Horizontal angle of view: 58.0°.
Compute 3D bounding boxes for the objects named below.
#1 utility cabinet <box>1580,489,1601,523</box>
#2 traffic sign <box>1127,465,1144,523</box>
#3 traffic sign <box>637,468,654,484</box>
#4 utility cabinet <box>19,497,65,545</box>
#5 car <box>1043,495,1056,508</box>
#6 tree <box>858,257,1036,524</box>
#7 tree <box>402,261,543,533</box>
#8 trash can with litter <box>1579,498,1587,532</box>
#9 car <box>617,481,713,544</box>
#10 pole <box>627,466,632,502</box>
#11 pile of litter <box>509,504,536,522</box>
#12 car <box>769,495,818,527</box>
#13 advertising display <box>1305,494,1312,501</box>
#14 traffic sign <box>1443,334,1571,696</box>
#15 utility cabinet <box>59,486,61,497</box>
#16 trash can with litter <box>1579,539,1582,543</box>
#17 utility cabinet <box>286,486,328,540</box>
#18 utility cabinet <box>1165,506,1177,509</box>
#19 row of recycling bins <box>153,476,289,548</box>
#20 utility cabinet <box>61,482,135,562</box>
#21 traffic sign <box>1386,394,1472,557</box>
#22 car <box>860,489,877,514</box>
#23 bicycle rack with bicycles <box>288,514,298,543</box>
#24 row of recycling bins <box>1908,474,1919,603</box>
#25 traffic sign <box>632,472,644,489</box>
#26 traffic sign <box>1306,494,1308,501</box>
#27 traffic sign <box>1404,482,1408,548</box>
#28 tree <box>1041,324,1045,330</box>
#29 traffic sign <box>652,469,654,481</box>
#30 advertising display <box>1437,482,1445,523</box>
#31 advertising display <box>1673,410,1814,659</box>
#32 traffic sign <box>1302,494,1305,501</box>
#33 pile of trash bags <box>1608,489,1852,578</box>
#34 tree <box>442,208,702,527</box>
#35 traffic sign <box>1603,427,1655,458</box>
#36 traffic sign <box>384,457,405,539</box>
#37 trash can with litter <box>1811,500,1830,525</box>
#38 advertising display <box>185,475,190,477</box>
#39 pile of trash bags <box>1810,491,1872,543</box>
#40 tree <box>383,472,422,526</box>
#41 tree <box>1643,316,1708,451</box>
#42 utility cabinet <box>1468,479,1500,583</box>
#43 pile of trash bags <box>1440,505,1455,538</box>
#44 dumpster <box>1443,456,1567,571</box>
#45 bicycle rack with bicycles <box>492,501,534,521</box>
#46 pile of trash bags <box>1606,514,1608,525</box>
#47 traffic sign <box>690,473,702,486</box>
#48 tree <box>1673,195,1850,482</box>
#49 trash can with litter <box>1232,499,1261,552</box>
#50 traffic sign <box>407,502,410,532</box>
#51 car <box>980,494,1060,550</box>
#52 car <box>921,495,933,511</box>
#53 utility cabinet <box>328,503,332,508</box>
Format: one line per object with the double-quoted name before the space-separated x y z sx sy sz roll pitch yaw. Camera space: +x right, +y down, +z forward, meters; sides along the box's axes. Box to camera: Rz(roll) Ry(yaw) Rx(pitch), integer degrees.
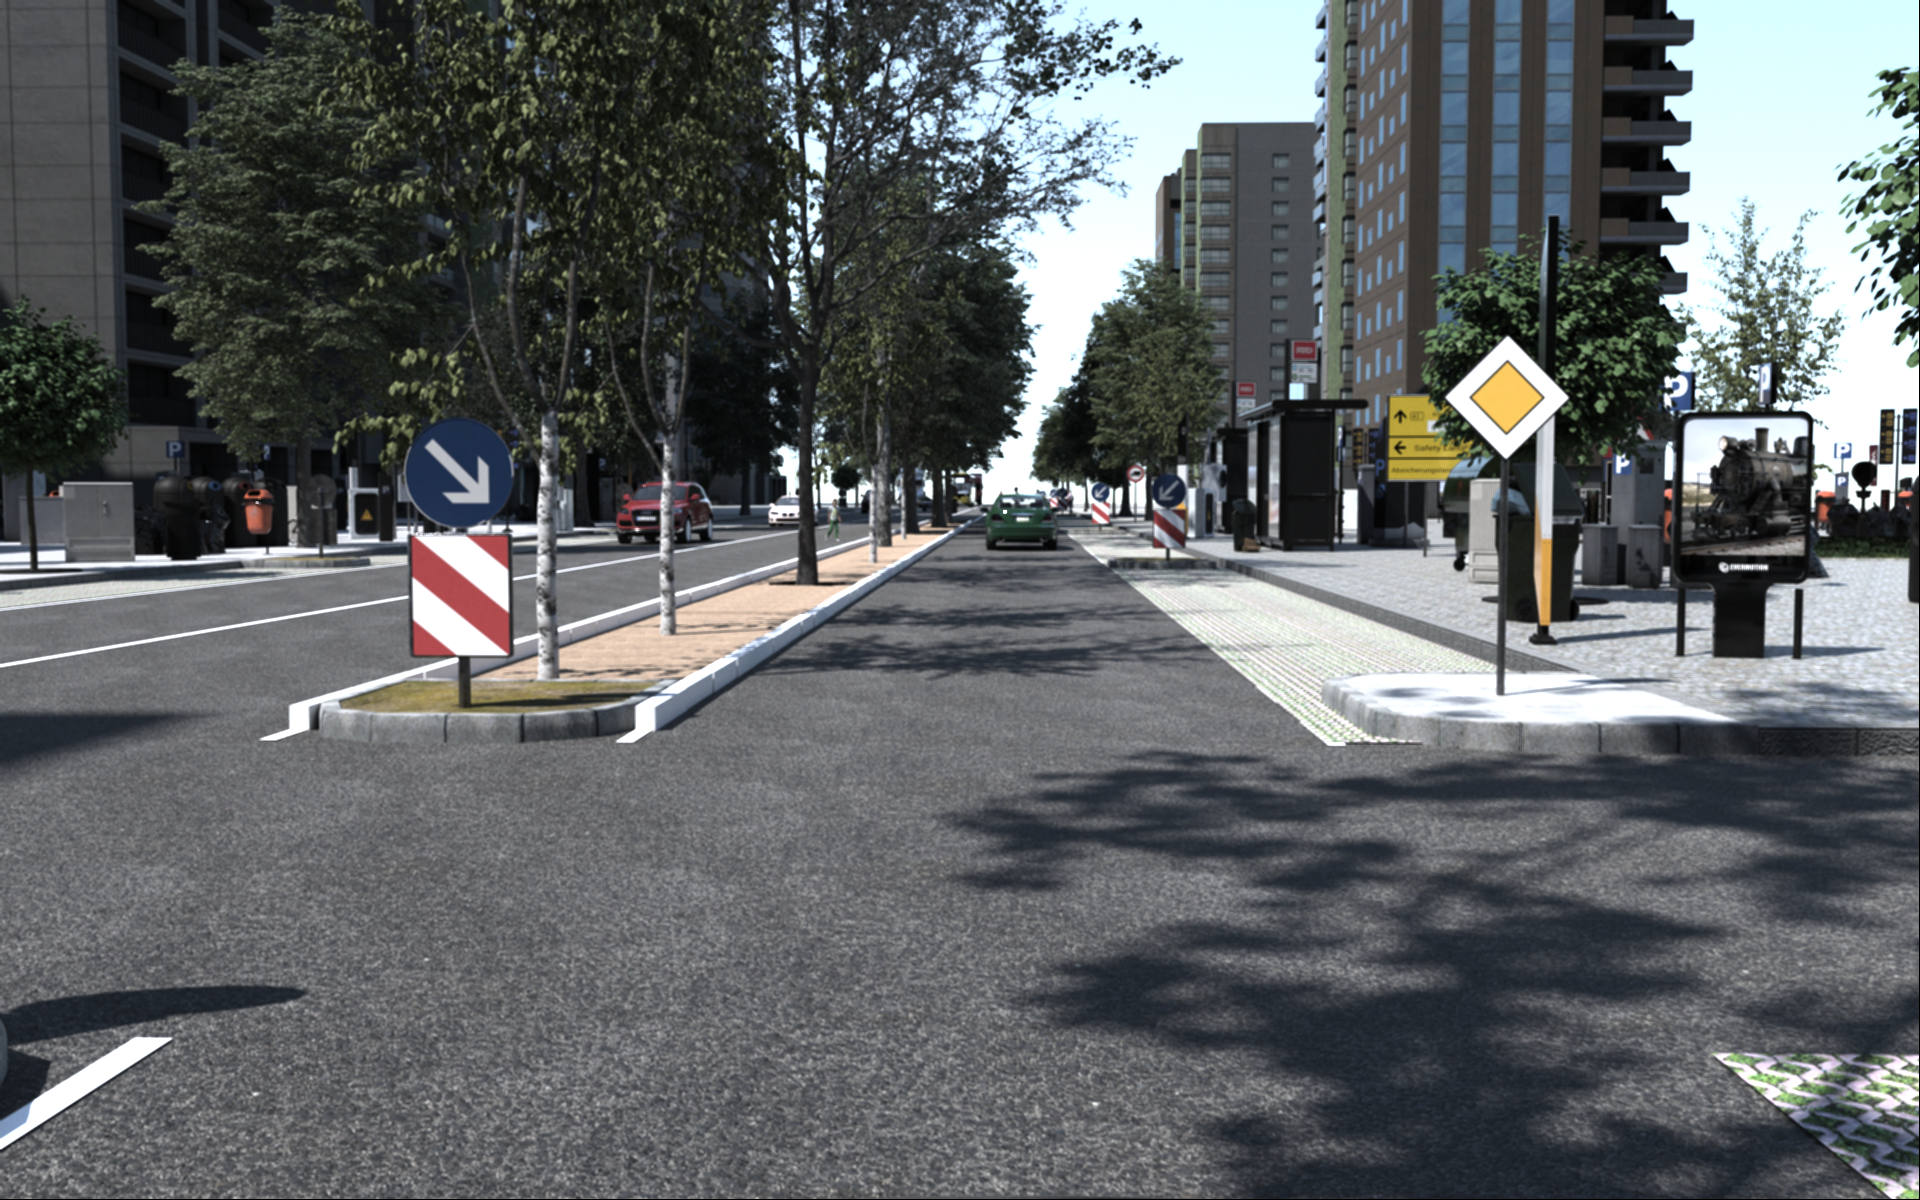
"utility cabinet" 27.504 -4.094 75.613 1.173 1.500 0.318 -1 4 -9
"traffic sign" 7.707 -4.645 76.054 0.768 2.556 0.104 0 4 5
"traffic sign" -13.914 -4.678 76.595 0.768 2.556 0.104 1 4 9
"utility cabinet" -23.280 -2.006 43.958 1.020 1.237 0.306 -2 4 -28
"car" 8.725 -9.751 172.002 1.945 1.354 3.894 0 4 3
"tree" -0.468 -9.858 81.758 7.486 12.596 7.792 0 3 0
"tree" -15.059 -6.359 54.340 4.360 8.622 3.978 0 3 0
"trash can with litter" 19.817 -2.736 56.122 0.624 1.170 1.055 -2 4 -31
"car" -8.693 -2.612 51.376 2.281 1.827 5.304 0 4 3
"pole" -14.602 -5.059 76.565 0.158 3.312 0.155 0 3 0
"pile of litter" -20.202 -4.073 80.560 1.719 0.858 1.176 1 4 12
"car" -7.432 -3.996 77.695 2.083 1.381 4.827 0 4 1
"advertising display" 11.925 -3.304 59.231 0.123 1.923 0.974 0 4 5
"traffic sign" 3.439 -0.448 10.966 0.795 2.450 0.064 0 4 2
"utility cabinet" -23.481 -2.294 46.185 1.173 1.500 0.318 2 4 27
"trash can with litter" 15.402 -2.089 45.208 2.233 1.210 1.678 0 4 -3
"utility cabinet" -18.169 -2.399 47.902 1.173 1.500 0.318 1 4 14
"utility cabinet" 10.043 -4.397 80.565 0.318 1.500 1.173 -3 4 -38
"row of recycling bins" -17.625 -2.092 41.325 1.069 1.692 3.534 2 4 27
"utility cabinet" -16.203 -1.463 32.606 1.173 1.500 0.318 -2 4 -27
"traffic sign" 9.805 -2.526 35.178 2.265 3.308 0.079 0 4 7
"car" -6.245 -7.357 128.953 2.281 1.827 5.304 0 4 0
"bicycle rack with bicycles" -17.887 -1.969 45.576 2.852 0.926 2.925 1 4 8
"row of recycling bins" 12.900 -0.777 19.825 3.534 1.692 1.069 1 4 21
"traffic sign" -15.391 -5.061 82.751 0.884 2.594 0.081 0 4 5
"traffic sign" 9.559 -2.790 47.751 0.606 2.300 0.079 1 4 10
"traffic sign" 10.523 -2.491 40.832 0.768 2.556 0.104 1 4 10
"tree" -0.882 -10.022 72.970 9.857 13.997 8.962 0 3 0
"traffic sign" -15.161 -5.176 84.730 0.768 2.556 0.104 0 4 5
"advertising display" 21.603 -4.369 76.645 0.974 1.923 0.123 -1 4 -10
"advertising display" 6.108 -0.509 13.542 0.974 1.923 0.123 1 4 15
"traffic sign" 9.687 -2.982 48.864 0.768 2.556 0.104 0 4 2
"pile of trash bags" 12.182 -1.096 27.667 1.912 1.369 3.447 -1 4 -9
"tree" -14.701 -9.172 66.972 9.611 12.733 9.660 0 3 0
"traffic sign" 9.891 -1.559 25.494 0.884 2.594 0.081 0 4 2
"traffic sign" -16.020 -2.993 49.036 0.768 2.556 0.104 1 4 10
"trash can with litter" 34.028 -3.415 66.900 1.678 1.210 2.233 3 5 43
"advertising display" -26.730 -3.360 60.148 0.123 1.923 0.974 -2 4 -34
"pile of trash bags" 25.417 -2.404 49.051 1.912 1.369 3.447 -1 4 -10
"tree" -22.519 -4.671 70.979 1.663 3.219 1.824 0 3 0
"tree" 28.788 -7.450 72.169 4.360 8.622 3.978 0 3 0
"utility cabinet" 7.855 -0.976 24.630 1.173 1.500 0.318 3 5 40
"pile of trash bags" 15.113 -2.532 51.149 1.912 1.369 3.447 0 4 -5
"dumpster" 8.780 -1.556 27.941 1.502 2.255 1.985 0 4 2
"bicycle rack with bicycles" -21.877 -4.378 84.955 2.925 0.926 2.852 0 4 -2
"pile of trash bags" 13.680 -1.392 32.510 1.912 1.369 3.447 -2 4 -32
"traffic sign" -12.920 -5.048 84.670 0.606 2.300 0.079 0 4 6
"tree" 19.658 -5.622 42.289 4.737 8.622 4.395 0 3 0
"trash can with litter" 6.427 -1.654 38.424 0.624 1.170 1.055 -1 4 -9
"traffic sign" -18.747 -3.593 58.849 0.768 2.556 0.104 0 4 6
"car" 1.592 -2.075 45.717 2.131 1.459 4.920 0 4 0
"car" -2.302 -8.244 147.368 1.945 1.354 3.894 0 4 2
"utility cabinet" -19.001 -2.595 51.111 0.318 1.500 1.173 1 4 13
